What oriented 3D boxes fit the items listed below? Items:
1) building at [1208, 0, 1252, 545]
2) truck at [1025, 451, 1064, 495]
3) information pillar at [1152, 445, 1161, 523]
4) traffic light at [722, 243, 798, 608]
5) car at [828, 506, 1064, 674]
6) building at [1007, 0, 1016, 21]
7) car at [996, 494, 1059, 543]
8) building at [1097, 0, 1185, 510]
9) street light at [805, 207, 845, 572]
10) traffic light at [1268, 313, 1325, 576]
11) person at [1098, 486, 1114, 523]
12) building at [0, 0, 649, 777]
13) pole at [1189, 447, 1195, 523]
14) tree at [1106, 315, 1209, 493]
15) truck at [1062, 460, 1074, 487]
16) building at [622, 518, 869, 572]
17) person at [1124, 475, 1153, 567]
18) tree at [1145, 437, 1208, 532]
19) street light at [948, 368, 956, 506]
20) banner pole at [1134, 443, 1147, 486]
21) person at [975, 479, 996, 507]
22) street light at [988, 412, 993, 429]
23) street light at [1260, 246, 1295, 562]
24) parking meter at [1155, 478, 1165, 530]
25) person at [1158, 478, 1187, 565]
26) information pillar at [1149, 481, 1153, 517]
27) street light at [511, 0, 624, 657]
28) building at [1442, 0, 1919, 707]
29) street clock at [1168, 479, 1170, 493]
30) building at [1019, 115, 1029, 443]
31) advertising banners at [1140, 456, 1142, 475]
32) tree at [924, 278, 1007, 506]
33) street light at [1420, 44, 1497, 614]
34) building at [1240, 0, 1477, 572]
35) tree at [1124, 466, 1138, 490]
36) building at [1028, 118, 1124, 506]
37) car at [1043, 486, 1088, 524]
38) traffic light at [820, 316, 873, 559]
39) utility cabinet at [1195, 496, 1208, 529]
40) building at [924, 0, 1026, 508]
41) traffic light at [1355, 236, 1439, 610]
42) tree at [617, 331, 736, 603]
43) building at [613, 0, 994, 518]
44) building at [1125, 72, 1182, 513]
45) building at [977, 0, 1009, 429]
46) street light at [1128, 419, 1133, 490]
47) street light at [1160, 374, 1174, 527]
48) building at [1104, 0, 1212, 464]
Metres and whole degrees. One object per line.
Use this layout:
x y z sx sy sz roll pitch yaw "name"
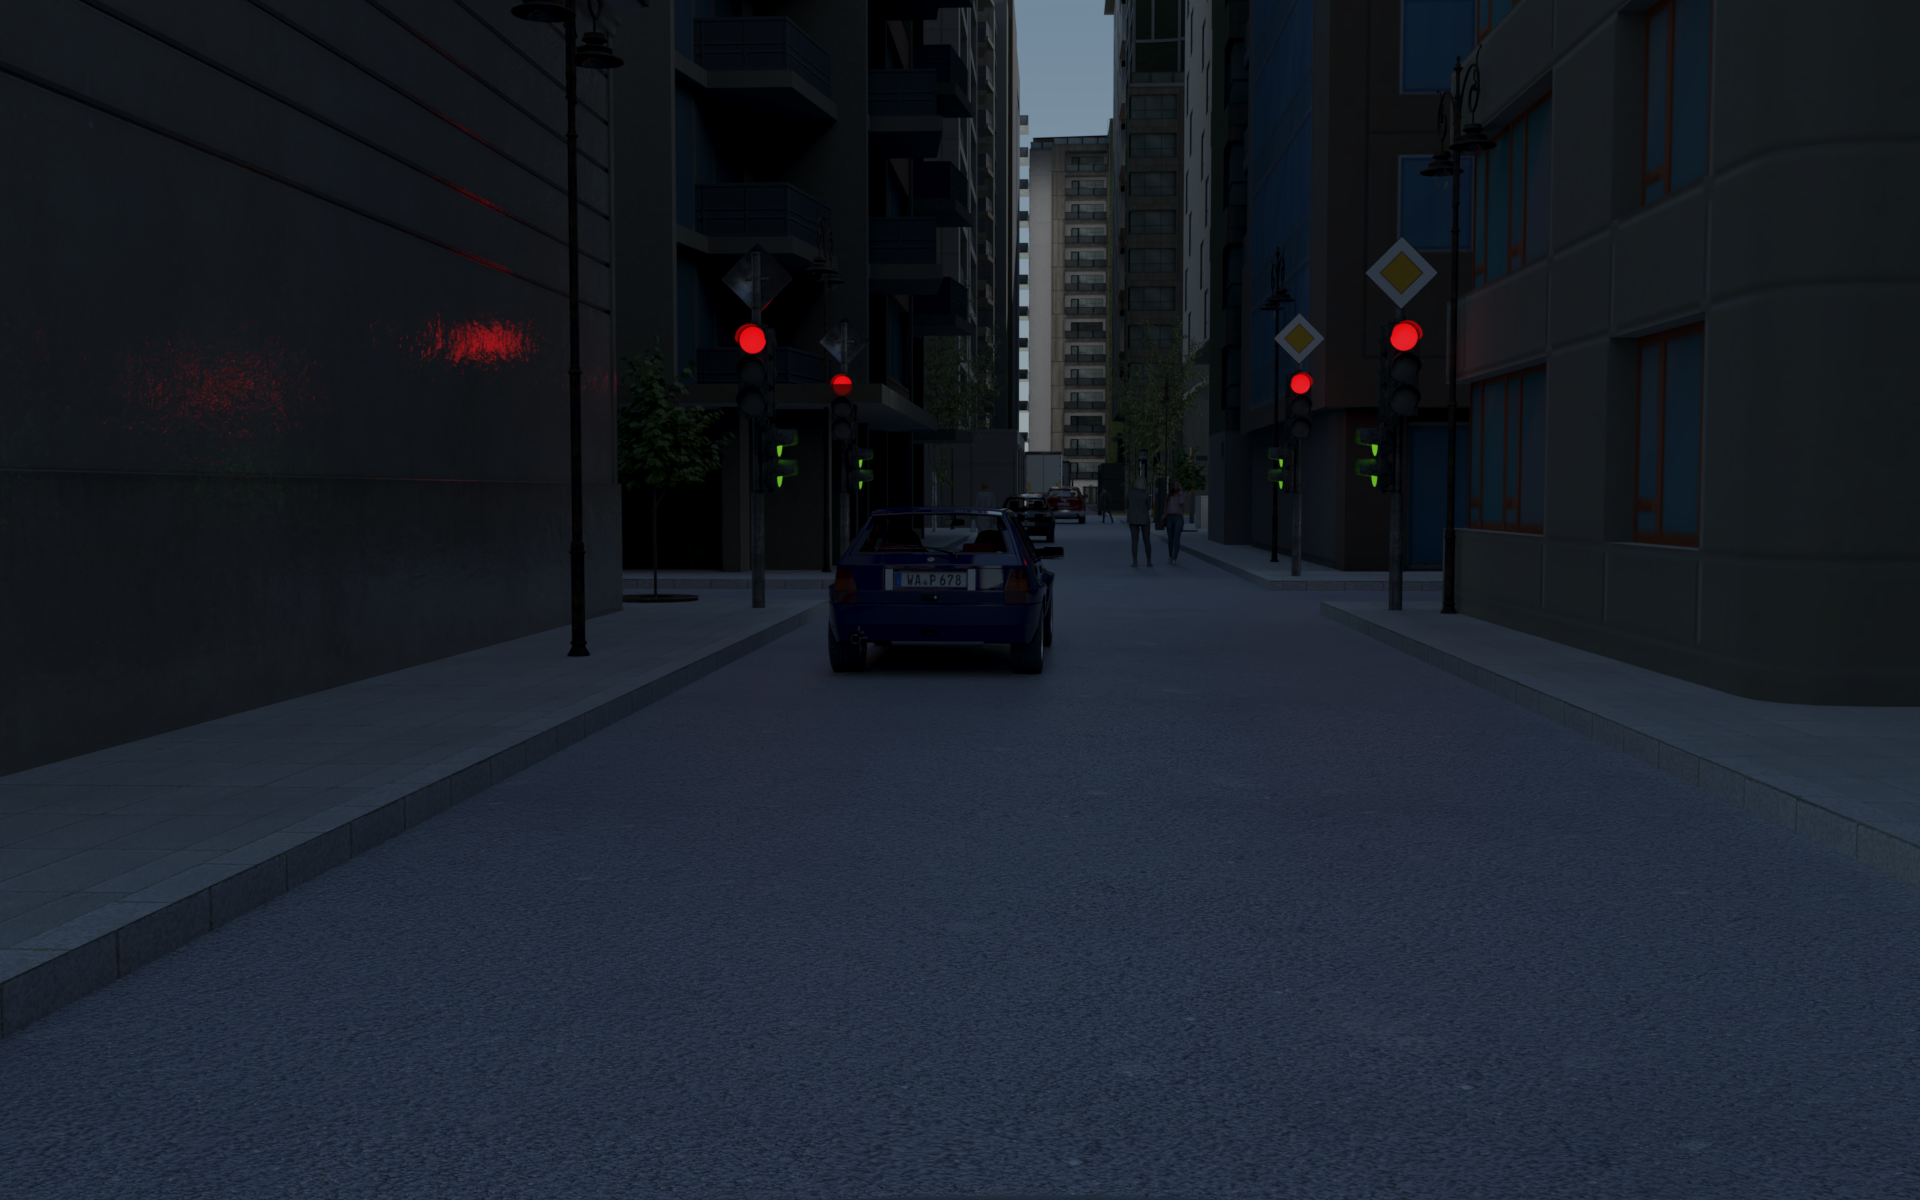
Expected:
14.063 -16.977 49.270 14.160 30.474 14.107 0 4 3 "building"
5.740 -7.955 118.980 2.839 4.237 11.283 0 4 3 "truck"
8.800 -5.267 77.466 0.183 3.616 0.504 3 5 42 "information pillar"
-2.255 -1.865 19.417 0.839 4.253 0.868 0 4 3 "traffic light"
-0.074 -0.161 15.211 1.945 1.354 3.894 0 4 5 "car"
-2.090 -30.740 152.710 14.600 45.320 14.200 0 4 3 "building"
2.011 -2.618 52.585 2.009 1.686 4.222 0 4 2 "car"
21.597 -42.792 137.905 20.563 71.187 20.611 0 4 3 "building"
-2.188 -3.393 28.269 0.468 5.910 1.993 0 4 3 "street light"
5.245 -2.330 27.010 0.839 4.253 0.868 0 4 3 "traffic light"
7.213 -4.722 85.665 0.622 1.834 0.822 -2 4 -26 "person"
-18.333 -10.927 11.937 30.059 22.955 16.112 0 4 3 "building"
10.125 -5.001 75.605 0.158 3.312 0.155 0 3 0 "pole"
8.225 -7.365 70.782 4.737 8.622 4.395 0 3 0 "tree"
8.319 -9.847 149.912 2.839 4.237 11.283 0 4 5 "truck"
-11.090 -23.619 40.802 22.147 44.769 28.867 0 4 3 "building"
3.511 -1.554 34.094 0.537 1.800 0.526 1 4 21 "person"
7.563 -3.933 58.900 1.663 3.219 1.824 0 3 0 "tree"
-0.277 -5.492 62.575 0.468 5.910 1.993 0 4 3 "street light"
8.812 -5.809 84.990 0.863 3.779 0.401 2 4 28 "banner pole"
0.565 -1.996 41.494 0.694 1.780 0.624 0 4 7 "person"
1.721 -7.611 97.227 0.468 5.910 1.993 0 4 3 "street light"
5.931 -3.651 32.488 0.468 5.910 1.993 0 4 3 "street light"
7.084 -3.403 61.354 0.255 1.863 0.399 -1 4 -17 "parking meter"
4.364 -1.607 35.360 0.593 1.750 0.643 2 4 27 "person"
10.628 -5.566 95.495 0.304 2.012 0.304 -1 4 -19 "information pillar"
-3.023 -2.493 13.555 0.468 5.910 1.993 0 4 3 "street light"
18.396 -9.697 3.585 27.650 21.520 28.899 0 4 3 "building"
9.777 -4.688 81.224 0.471 2.002 0.358 3 5 42 "street clock"
-7.399 -35.337 197.367 30.456 49.044 23.786 0 4 3 "building"
8.252 -5.026 78.365 0.090 3.025 2.074 0 4 1 "advertising banners"
-0.628 -6.599 58.252 4.737 8.622 4.395 0 3 0 "tree"
5.252 -2.792 18.431 0.468 5.910 1.993 0 4 3 "street light"
13.409 -23.444 33.421 14.200 45.320 14.600 0 4 3 "building"
11.831 -7.372 115.128 1.663 3.219 1.824 0 3 0 "tree"
14.582 -31.086 191.846 14.086 41.232 14.154 0 4 3 "building"
5.136 -4.664 84.937 2.281 1.827 5.304 0 4 5 "car"
-1.806 -2.353 27.389 0.839 4.253 0.868 0 4 3 "traffic light"
9.215 -3.259 64.442 1.020 1.237 0.306 -2 4 -35 "utility cabinet"
-7.443 -38.888 74.071 20.563 71.187 20.611 0 4 3 "building"
4.796 -1.842 19.037 0.839 4.253 0.868 0 4 3 "traffic light"
-3.650 -1.594 20.663 1.663 3.219 1.824 0 3 0 "tree"
-9.026 -28.278 116.964 22.147 44.769 28.867 0 4 3 "building"
18.646 -21.423 121.959 14.160 30.474 14.107 0 4 3 "building"
-3.346 -27.839 138.766 14.154 41.232 14.086 0 4 3 "building"
9.912 -7.862 101.326 0.468 5.910 1.993 0 4 3 "street light"
7.970 -5.756 66.897 0.468 5.910 1.993 0 4 3 "street light"
28.117 -35.040 162.148 28.713 52.752 27.495 0 4 3 "building"
